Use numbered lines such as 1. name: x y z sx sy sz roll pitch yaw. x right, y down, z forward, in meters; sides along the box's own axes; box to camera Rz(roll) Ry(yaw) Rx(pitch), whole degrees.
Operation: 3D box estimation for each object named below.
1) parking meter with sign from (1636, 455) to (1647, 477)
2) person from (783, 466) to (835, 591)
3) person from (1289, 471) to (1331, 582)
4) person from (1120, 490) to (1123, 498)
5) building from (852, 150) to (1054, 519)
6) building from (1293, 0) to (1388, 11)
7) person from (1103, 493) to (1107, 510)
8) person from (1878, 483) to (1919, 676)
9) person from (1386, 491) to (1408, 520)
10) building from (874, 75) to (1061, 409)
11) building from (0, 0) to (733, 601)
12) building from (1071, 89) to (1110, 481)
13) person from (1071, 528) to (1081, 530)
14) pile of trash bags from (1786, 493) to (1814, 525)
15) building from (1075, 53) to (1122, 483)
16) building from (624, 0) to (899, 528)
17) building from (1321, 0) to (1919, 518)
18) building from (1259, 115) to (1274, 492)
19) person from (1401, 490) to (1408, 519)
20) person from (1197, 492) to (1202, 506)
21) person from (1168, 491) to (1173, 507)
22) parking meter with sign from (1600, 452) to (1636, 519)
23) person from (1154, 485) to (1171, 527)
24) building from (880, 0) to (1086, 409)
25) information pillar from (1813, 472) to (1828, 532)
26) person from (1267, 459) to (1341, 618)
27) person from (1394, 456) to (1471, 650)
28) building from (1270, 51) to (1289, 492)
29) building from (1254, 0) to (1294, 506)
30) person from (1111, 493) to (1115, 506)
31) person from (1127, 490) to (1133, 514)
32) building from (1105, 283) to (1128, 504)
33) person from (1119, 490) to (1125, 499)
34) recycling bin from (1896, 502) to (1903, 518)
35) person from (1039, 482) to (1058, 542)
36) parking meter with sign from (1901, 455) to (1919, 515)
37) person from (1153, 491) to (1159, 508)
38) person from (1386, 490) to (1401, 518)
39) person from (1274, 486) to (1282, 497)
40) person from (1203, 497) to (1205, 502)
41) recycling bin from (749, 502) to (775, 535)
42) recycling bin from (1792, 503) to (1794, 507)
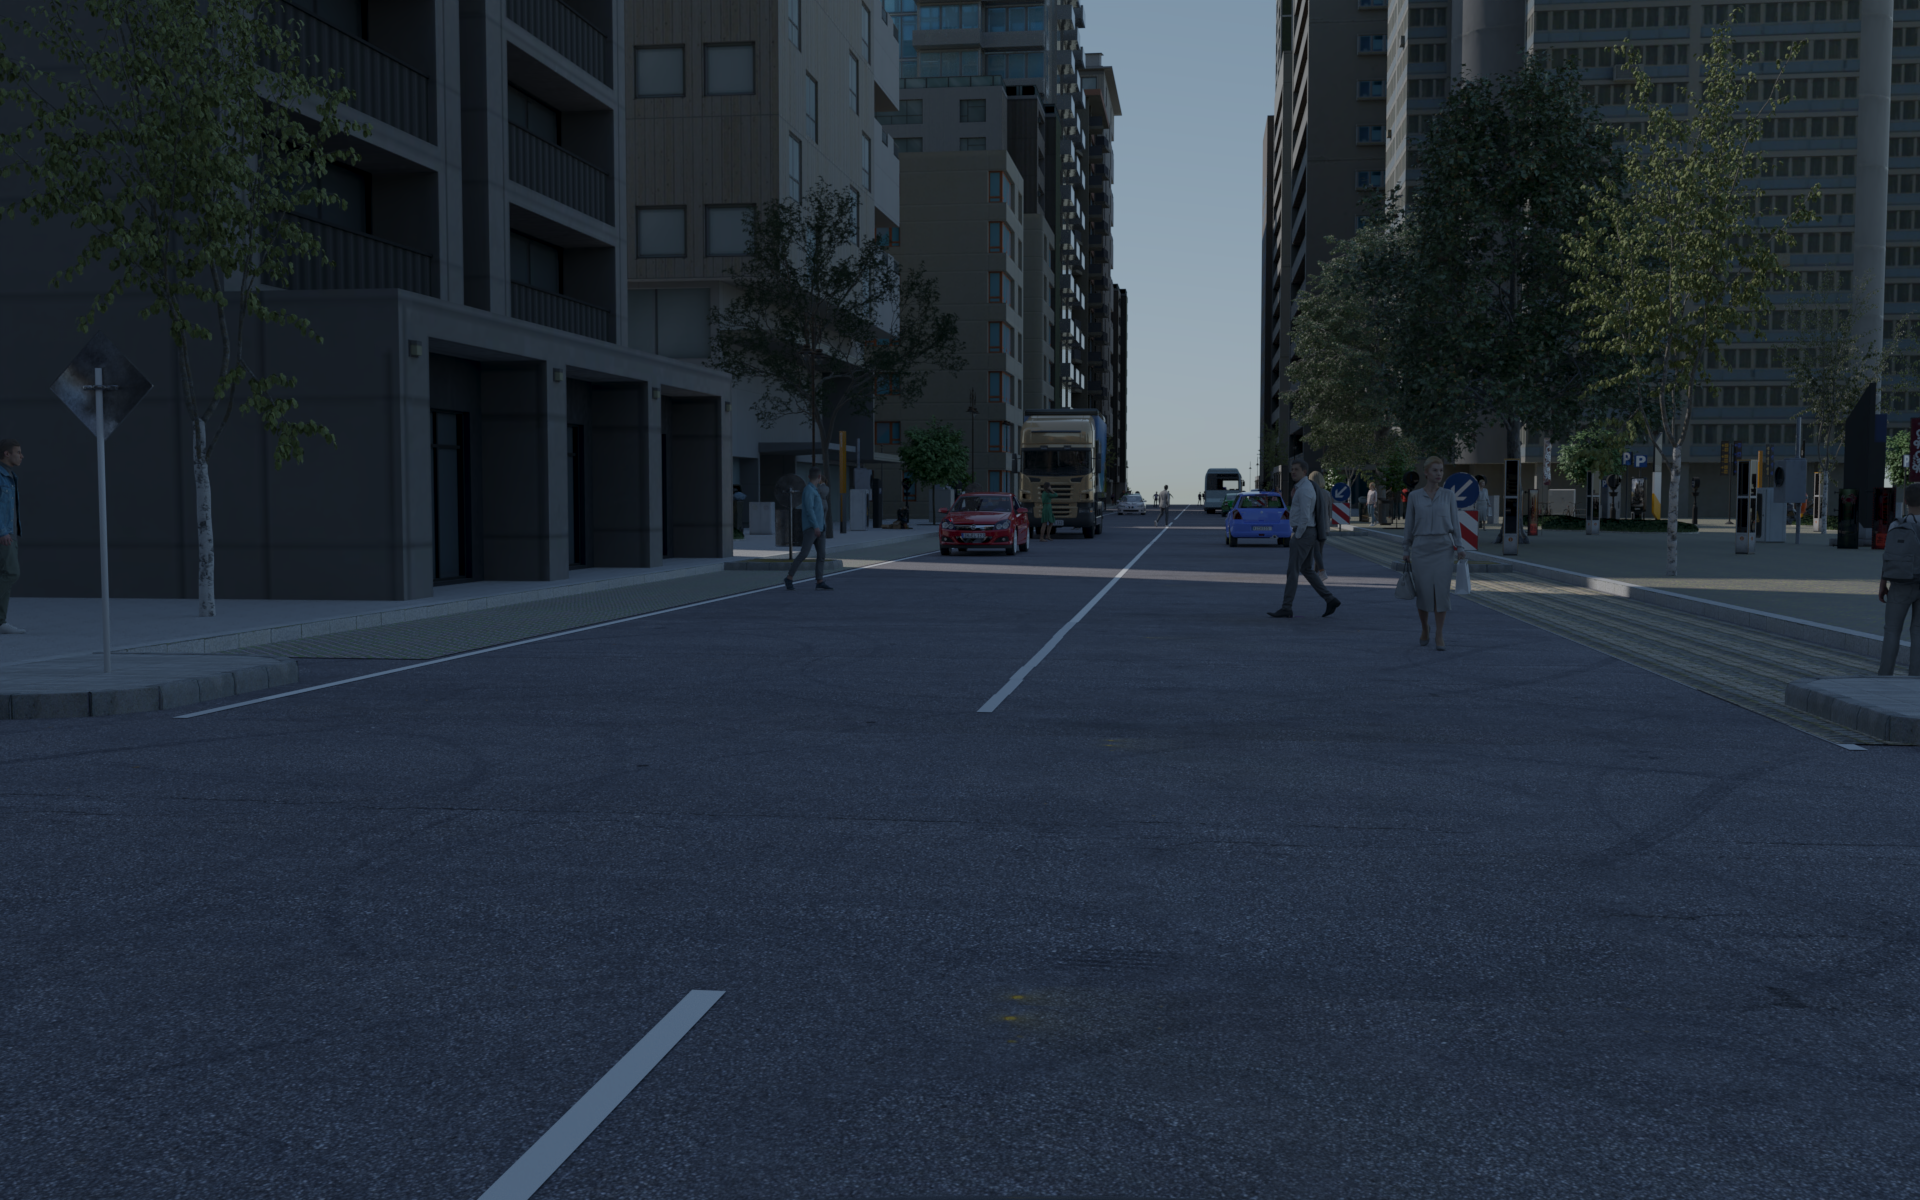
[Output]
1. parking meter with sign: 30.566 -5.004 78.076 0.543 3.016 1.738 1 4 16
2. person: -2.242 -1.066 25.787 0.748 1.841 0.638 1 4 16
3. person: 5.715 -1.183 28.032 0.709 1.800 0.728 -1 4 -19
4. person: 20.406 -12.974 218.619 0.568 1.767 0.683 3 5 39
5. building: -9.388 -15.802 103.403 27.650 21.520 28.899 0 4 8
6. building: 35.577 -30.757 126.586 21.300 48.544 21.600 0 4 8
7. person: 12.702 -8.766 152.625 0.445 1.727 0.742 1 4 22
8. person: 6.835 -0.086 12.507 0.503 1.515 0.523 -1 4 -13
9. person: 21.676 -4.890 86.020 1.348 1.821 0.705 0 4 -2
10. building: -0.364 -21.520 123.550 14.160 30.474 14.107 0 4 8
11. building: -15.367 -36.205 30.207 20.563 71.187 20.611 0 4 8
12. building: 4.524 -32.483 185.723 22.147 44.769 28.867 0 4 8
13. person: 4.685 -3.698 69.309 0.374 1.781 0.599 -1 4 -12
14. pile of trash bags: 35.443 -3.873 73.074 1.912 1.369 3.447 2 4 28
15. building: 4.961 -38.200 213.815 28.713 52.752 27.495 0 4 8
16. building: -17.600 -29.545 72.294 28.713 52.752 27.495 0 4 8
17. building: 38.575 -25.162 103.288 32.217 40.220 23.993 0 4 8
18. building: 41.964 -33.619 199.786 14.600 45.320 14.200 0 4 8
19. person: 22.575 -4.991 87.591 0.705 1.831 1.348 -1 4 -9
20. person: 29.204 -12.317 210.800 0.530 1.710 0.541 -3 4 -36
21. person: 23.785 -11.569 197.750 1.348 1.812 0.705 -1 4 -17
22. parking meter with sign: 26.722 -4.581 71.158 1.738 3.016 0.543 -1 4 -20
23. person: 8.815 -4.081 75.070 0.795 1.843 0.661 -3 4 -37
24. building: -1.167 -32.167 145.546 23.786 49.044 30.456 0 4 8
25. information pillar: 29.105 -3.307 58.568 0.304 2.012 0.304 0 4 -7
26. person: 3.998 -0.703 20.101 0.850 1.850 0.679 1 4 10
27. person: 4.424 -0.443 16.092 0.694 1.780 0.624 2 4 30
28. building: 43.956 -34.108 181.375 21.300 48.544 21.600 0 4 8
29. building: 50.157 -48.421 229.940 20.563 71.187 20.611 0 4 8
30. person: 17.017 -11.228 192.851 0.421 1.427 0.697 0 4 -3
31. person: 12.405 -7.158 126.338 0.445 1.727 0.742 1 4 15
32. building: 15.395 -28.347 235.169 14.160 30.474 14.107 0 4 8
33. person: 15.403 -9.410 162.491 1.348 1.807 0.705 -2 4 -35
34. recycling bin: 27.822 -2.407 51.906 0.722 1.027 0.722 2 4 29
35. person: 2.611 -2.665 52.328 0.529 1.795 0.600 -2 4 -28
36. parking meter with sign: 42.486 -4.897 76.334 0.543 3.016 1.738 -2 4 -35
37. person: 20.774 -10.638 183.366 0.756 1.711 0.436 0 4 4
38. person: 23.098 -5.288 92.530 1.348 1.821 0.705 0 4 1
39. person: 14.884 -4.455 81.349 0.555 1.821 0.388 -2 4 -23
40. person: 24.387 -10.036 173.294 0.721 1.736 1.217 0 4 3
41. recycling bin: -6.263 -2.586 54.839 0.722 1.027 0.722 0 4 2
42. recycling bin: 39.222 -4.241 81.891 0.722 1.027 0.722 1 4 21
